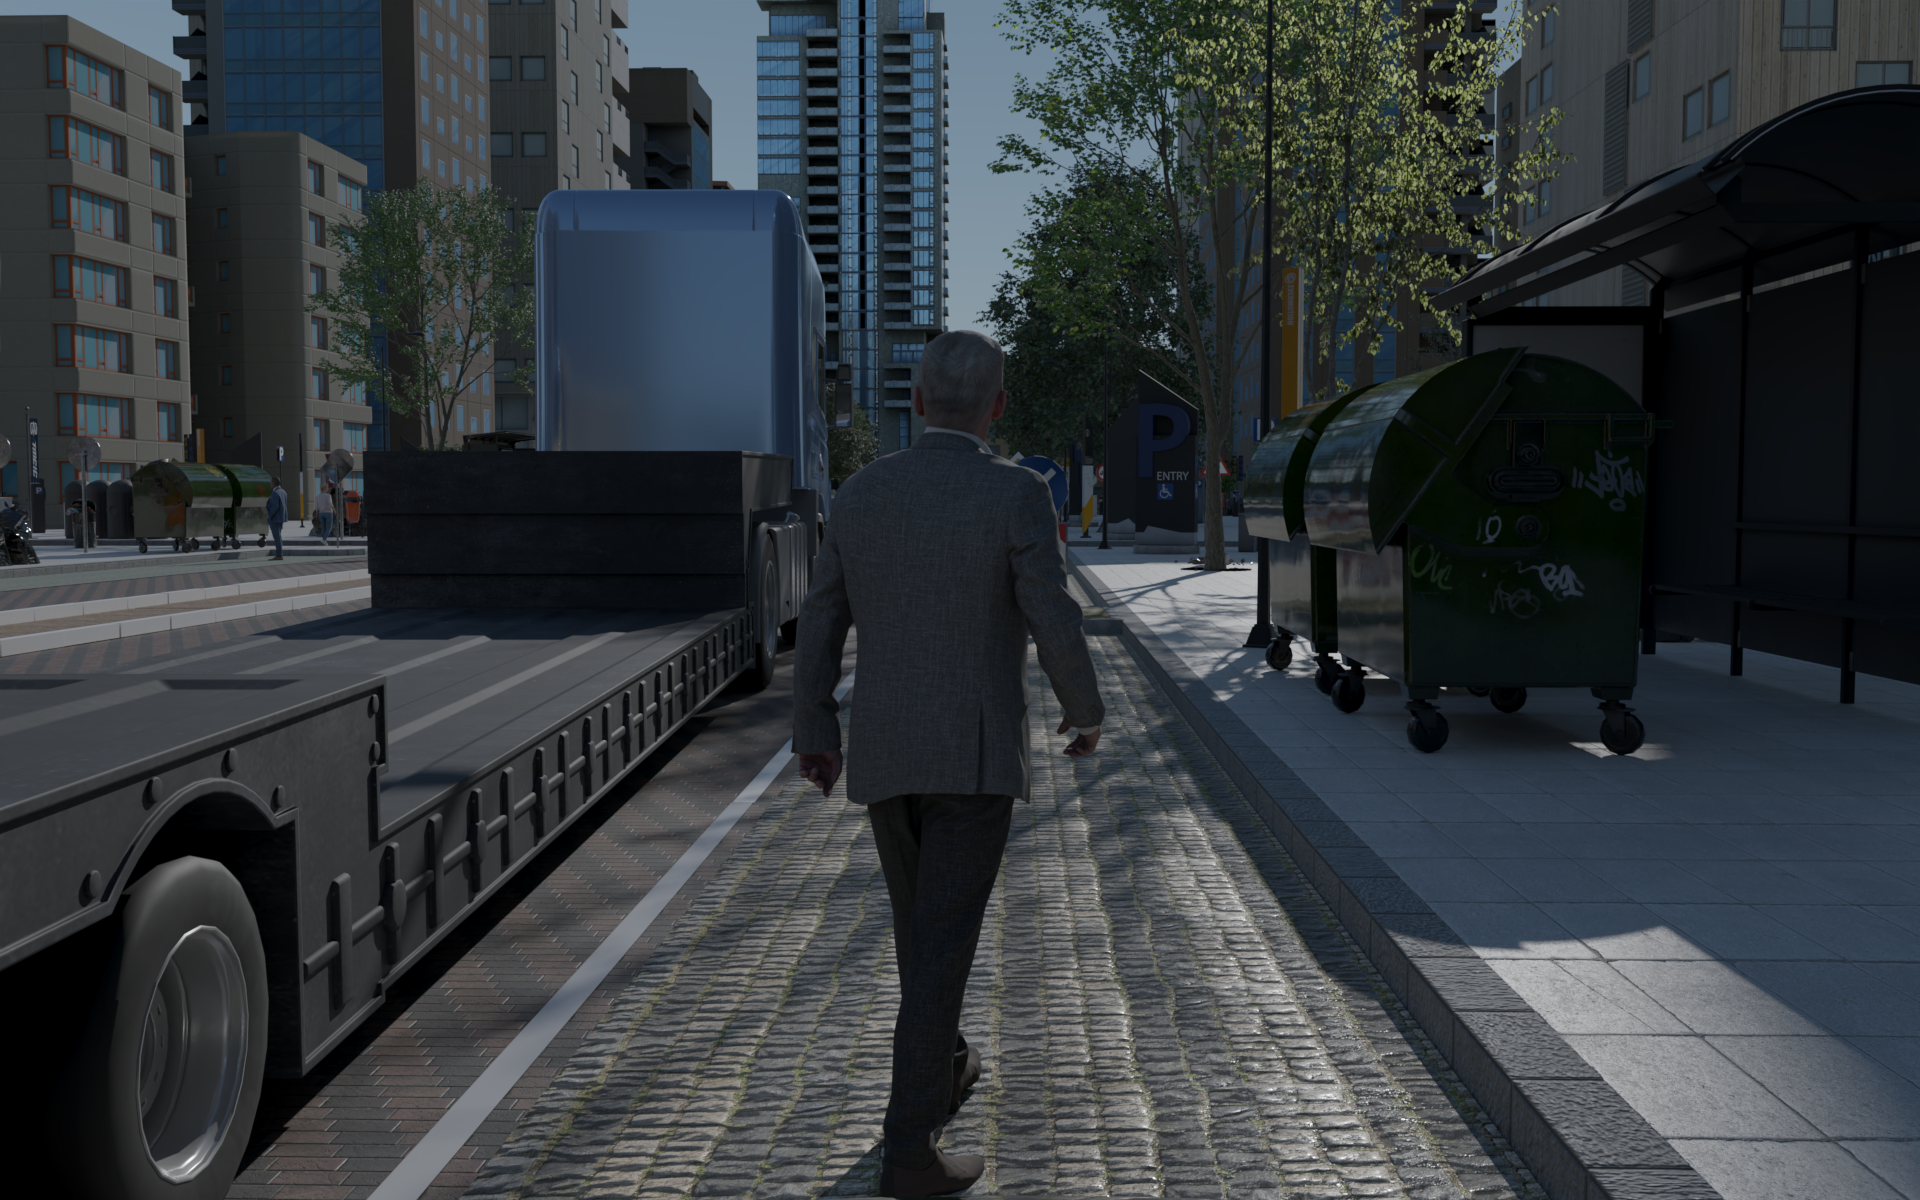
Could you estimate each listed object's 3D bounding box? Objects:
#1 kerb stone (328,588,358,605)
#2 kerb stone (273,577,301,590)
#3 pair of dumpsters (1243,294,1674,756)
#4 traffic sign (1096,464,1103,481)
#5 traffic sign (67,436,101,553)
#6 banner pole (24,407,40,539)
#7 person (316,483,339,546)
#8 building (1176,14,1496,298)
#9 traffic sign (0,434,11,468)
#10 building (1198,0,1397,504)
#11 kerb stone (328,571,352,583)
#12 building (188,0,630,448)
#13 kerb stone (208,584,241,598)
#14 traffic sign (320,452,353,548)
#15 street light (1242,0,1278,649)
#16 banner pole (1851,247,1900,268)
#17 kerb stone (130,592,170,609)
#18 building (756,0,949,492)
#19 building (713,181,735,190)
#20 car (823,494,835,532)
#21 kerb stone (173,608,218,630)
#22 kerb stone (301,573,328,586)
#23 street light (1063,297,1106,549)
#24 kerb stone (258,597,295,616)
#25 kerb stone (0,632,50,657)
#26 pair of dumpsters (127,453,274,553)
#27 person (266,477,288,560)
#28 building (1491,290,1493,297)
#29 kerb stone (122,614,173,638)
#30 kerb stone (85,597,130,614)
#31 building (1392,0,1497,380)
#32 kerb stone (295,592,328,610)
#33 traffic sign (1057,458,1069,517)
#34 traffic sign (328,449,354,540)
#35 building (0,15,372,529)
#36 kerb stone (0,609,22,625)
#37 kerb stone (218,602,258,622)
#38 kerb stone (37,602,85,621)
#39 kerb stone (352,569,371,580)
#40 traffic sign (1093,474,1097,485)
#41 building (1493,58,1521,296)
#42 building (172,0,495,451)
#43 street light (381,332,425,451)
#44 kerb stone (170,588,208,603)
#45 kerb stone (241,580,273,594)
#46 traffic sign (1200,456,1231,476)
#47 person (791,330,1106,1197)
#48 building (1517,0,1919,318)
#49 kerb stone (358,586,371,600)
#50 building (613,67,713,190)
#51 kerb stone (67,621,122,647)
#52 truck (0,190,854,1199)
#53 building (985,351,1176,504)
[{"bbox_3d":[-8.221,-0.035,22.854,0.120,0.150,1.000,0,4,2],"label":"kerb stone"},{"bbox_3d":[-10.224,-0.236,26.062,0.120,0.150,1.000,0,4,2],"label":"kerb stone"},{"bbox_3d":[2.792,-0.490,10.506,1.574,2.255,4.437,0,4,2],"label":"pair of dumpsters"},{"bbox_3d":[5.982,-4.356,71.330,0.768,2.556,0.104,0,4,5],"label":"traffic sign"},{"bbox_3d":[-19.124,-2.306,37.817,0.768,2.556,0.104,0,4,3],"label":"traffic sign"},{"bbox_3d":[-26.701,-3.660,49.859,0.401,3.779,0.863,0,4,-3],"label":"banner pole"},{"bbox_3d":[-17.159,-2.306,46.871,0.731,1.740,0.598,0,4,4],"label":"person"},{"bbox_3d":[35.960,-35.546,170.421,28.713,52.752,27.495,0,4,2],"label":"building"},{"bbox_3d":[-19.965,-2.182,35.785,0.768,2.556,0.104,0,4,5],"label":"traffic sign"},{"bbox_3d":[28.349,-30.563,149.819,14.600,45.320,14.200,0,4,2],"label":"building"},{"bbox_3d":[-10.159,-0.362,28.113,0.120,0.150,1.000,0,4,2],"label":"kerb stone"},{"bbox_3d":[-41.969,-33.570,138.107,28.713,52.752,27.495,0,4,2],"label":"building"},{"bbox_3d":[-10.286,-0.102,24.014,0.120,0.150,1.000,0,4,2],"label":"kerb stone"},{"bbox_3d":[-14.818,-2.297,41.197,0.795,2.450,0.064,0,4,2],"label":"traffic sign"},{"bbox_3d":[2.006,-2.559,14.386,1.470,5.913,1.316,0,4,2],"label":"street light"},{"bbox_3d":[7.044,-1.427,13.354,0.863,3.779,0.401,-2,4,-34],"label":"banner pole"},{"bbox_3d":[-10.355,0.022,21.970,0.120,0.150,1.000,0,4,2],"label":"kerb stone"},{"bbox_3d":[-14.538,-56.176,231.142,31.000,86.520,22.319,0,4,2],"label":"building"},{"bbox_3d":[-44.580,-35.451,234.255,28.867,44.769,22.147,0,4,2],"label":"building"},{"bbox_3d":[-4.270,-3.232,64.648,2.131,1.459,4.920,0,4,0],"label":"car"},{"bbox_3d":[-8.353,0.211,18.754,0.120,0.150,1.000,0,4,2],"label":"kerb stone"},{"bbox_3d":[-10.191,-0.299,27.092,0.120,0.150,1.000,0,4,2],"label":"kerb stone"},{"bbox_3d":[2.833,-4.137,40.188,1.470,5.913,1.316,0,4,2],"label":"street light"},{"bbox_3d":[-8.290,0.085,20.802,0.120,0.150,1.000,0,4,2],"label":"kerb stone"},{"bbox_3d":[-8.447,0.398,15.685,0.120,0.150,1.000,0,4,2],"label":"kerb stone"},{"bbox_3d":[-17.184,-2.256,39.387,1.574,2.255,4.437,0,4,2],"label":"pair of dumpsters"},{"bbox_3d":[-14.676,-1.746,37.234,0.419,1.800,0.721,-1,4,-9],"label":"person"},{"bbox_3d":[65.015,-27.822,226.585,14.107,30.474,14.160,0,4,2],"label":"building"},{"bbox_3d":[-8.390,0.273,17.732,0.120,0.150,1.000,0,4,2],"label":"kerb stone"},{"bbox_3d":[-10.385,0.080,20.946,0.120,0.150,1.000,0,4,2],"label":"kerb stone"},{"bbox_3d":[26.509,-28.456,115.368,14.600,45.320,14.200,0,4,2],"label":"building"},{"bbox_3d":[-8.258,0.022,21.832,0.120,0.150,1.000,0,4,2],"label":"kerb stone"},{"bbox_3d":[6.086,-6.275,96.476,2.265,3.308,0.079,0,4,6],"label":"traffic sign"},{"bbox_3d":[-17.387,-2.968,48.641,0.768,2.556,0.104,0,4,7],"label":"traffic sign"},{"bbox_3d":[-45.501,-14.227,77.657,27.650,21.520,28.899,0,4,2],"label":"building"},{"bbox_3d":[-10.445,0.204,18.893,0.120,0.150,1.000,0,4,2],"label":"kerb stone"},{"bbox_3d":[-8.324,0.153,19.776,0.120,0.150,1.000,0,4,2],"label":"kerb stone"},{"bbox_3d":[-10.416,0.139,19.917,0.120,0.150,1.000,0,4,2],"label":"kerb stone"},{"bbox_3d":[-10.126,-0.424,29.134,0.120,0.150,1.000,0,4,2],"label":"kerb stone"},{"bbox_3d":[8.096,-6.543,107.084,0.768,2.556,0.104,0,4,4],"label":"traffic sign"},{"bbox_3d":[66.700,-33.578,172.698,21.600,48.544,21.300,0,4,2],"label":"building"},{"bbox_3d":[-37.757,-27.895,106.197,14.600,45.320,14.200,0,4,2],"label":"building"},{"bbox_3d":[-16.010,-4.722,49.753,1.470,5.913,1.316,0,4,2],"label":"street light"},{"bbox_3d":[-10.317,-0.048,22.992,0.120,0.150,1.000,0,4,2],"label":"kerb stone"},{"bbox_3d":[-10.249,-0.173,25.035,0.120,0.150,1.000,0,4,2],"label":"kerb stone"},{"bbox_3d":[7.346,-3.049,49.862,0.884,2.594,0.081,0,4,4],"label":"traffic sign"},{"bbox_3d":[-0.004,0.313,3.775,0.661,1.777,0.834,1,4,20],"label":"person"},{"bbox_3d":[40.894,-29.626,73.623,27.495,52.752,28.713,0,4,2],"label":"building"},{"bbox_3d":[-8.195,-0.103,23.875,0.120,0.150,1.000,0,4,2],"label":"kerb stone"},{"bbox_3d":[-33.835,-32.394,179.749,14.200,45.320,14.600,0,4,2],"label":"building"},{"bbox_3d":[-8.427,0.337,16.707,0.120,0.150,1.000,0,4,2],"label":"kerb stone"},{"bbox_3d":[-2.604,-1.213,9.587,2.967,4.110,18.799,0,4,0],"label":"truck"},{"bbox_3d":[16.033,-23.836,234.751,28.899,21.520,27.650,0,4,2],"label":"building"}]
